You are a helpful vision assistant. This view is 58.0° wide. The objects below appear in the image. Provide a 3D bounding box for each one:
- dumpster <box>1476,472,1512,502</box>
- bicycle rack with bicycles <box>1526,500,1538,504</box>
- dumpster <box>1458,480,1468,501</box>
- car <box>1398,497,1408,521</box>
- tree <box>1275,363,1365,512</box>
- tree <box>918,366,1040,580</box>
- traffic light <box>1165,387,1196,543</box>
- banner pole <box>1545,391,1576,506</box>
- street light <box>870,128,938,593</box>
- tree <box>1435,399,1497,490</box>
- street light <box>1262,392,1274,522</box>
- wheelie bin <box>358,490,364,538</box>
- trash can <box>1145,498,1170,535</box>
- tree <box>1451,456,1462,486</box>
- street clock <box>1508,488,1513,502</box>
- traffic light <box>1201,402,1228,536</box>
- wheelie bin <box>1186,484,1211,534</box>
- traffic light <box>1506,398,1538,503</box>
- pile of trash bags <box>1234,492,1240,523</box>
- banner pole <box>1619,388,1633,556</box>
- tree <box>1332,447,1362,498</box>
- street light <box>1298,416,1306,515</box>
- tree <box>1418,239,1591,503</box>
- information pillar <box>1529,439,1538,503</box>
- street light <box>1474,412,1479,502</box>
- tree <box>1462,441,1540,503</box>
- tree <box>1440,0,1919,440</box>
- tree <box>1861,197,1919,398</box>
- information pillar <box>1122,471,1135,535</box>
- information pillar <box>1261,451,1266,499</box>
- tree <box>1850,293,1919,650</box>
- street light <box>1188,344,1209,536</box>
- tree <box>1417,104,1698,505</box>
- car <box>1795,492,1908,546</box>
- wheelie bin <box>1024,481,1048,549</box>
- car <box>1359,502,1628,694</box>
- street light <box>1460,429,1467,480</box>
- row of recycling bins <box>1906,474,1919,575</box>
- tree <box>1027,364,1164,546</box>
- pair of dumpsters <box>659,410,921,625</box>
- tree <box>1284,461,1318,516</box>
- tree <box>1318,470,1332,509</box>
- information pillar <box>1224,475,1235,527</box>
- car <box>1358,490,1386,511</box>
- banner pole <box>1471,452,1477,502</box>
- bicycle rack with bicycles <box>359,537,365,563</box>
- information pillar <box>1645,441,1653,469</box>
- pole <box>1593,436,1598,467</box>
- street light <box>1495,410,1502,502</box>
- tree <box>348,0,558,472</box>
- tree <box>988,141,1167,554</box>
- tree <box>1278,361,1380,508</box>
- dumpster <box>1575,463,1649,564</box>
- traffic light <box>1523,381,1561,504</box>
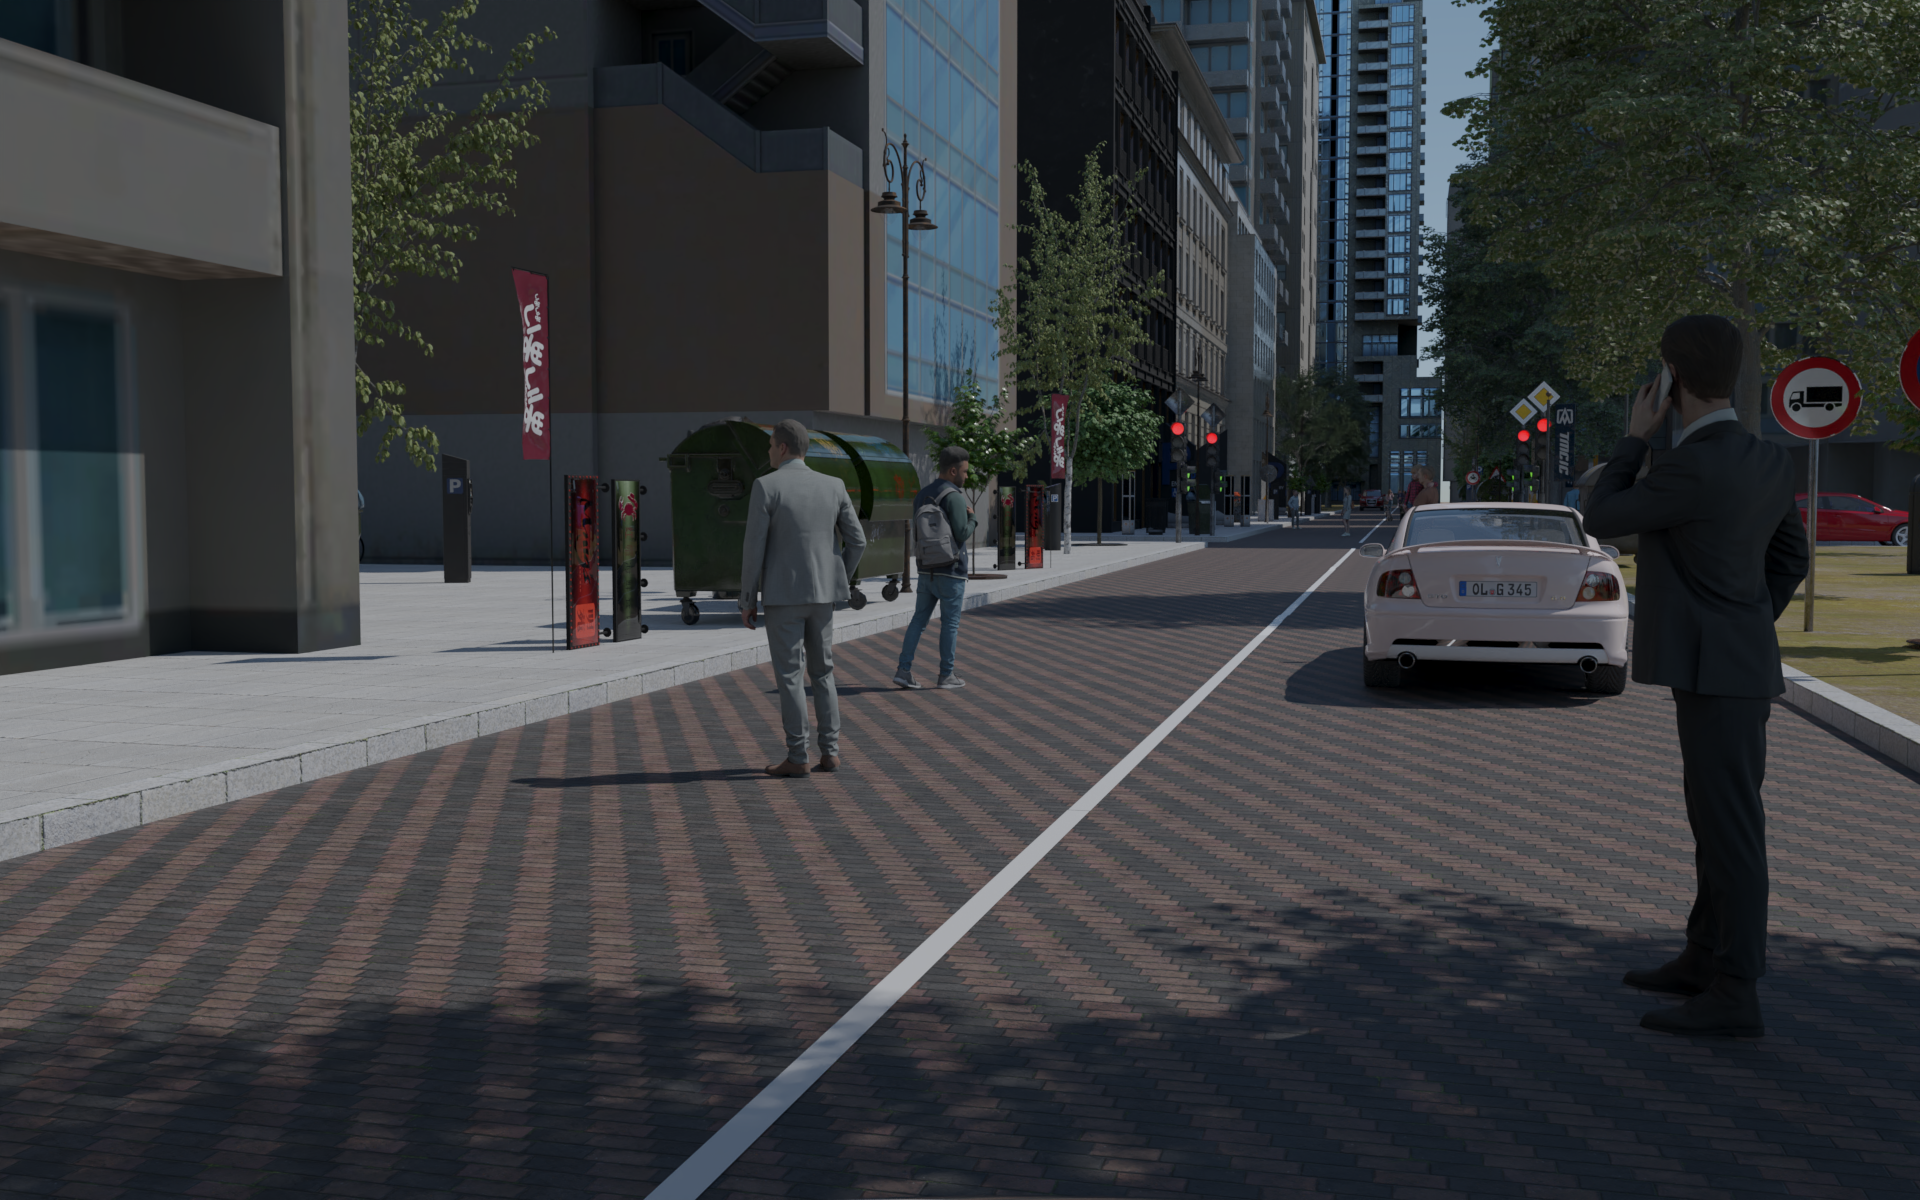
[{"bbox_3d":[24.143,-4.640,78.364,1.502,2.255,1.985,1,4,15],"label":"dumpster"},{"bbox_3d":[33.031,-5.235,98.973,2.925,0.926,2.852,-1,4,-21],"label":"bicycle rack with bicycles"},{"bbox_3d":[32.472,-6.581,110.094,1.502,2.255,1.985,1,4,14],"label":"dumpster"},{"bbox_3d":[24.968,-5.189,94.634,2.009,1.686,4.222,1,4,16],"label":"car"},{"bbox_3d":[24.327,-11.487,122.232,8.767,10.594,7.601,1,4,14],"label":"tree"},{"bbox_3d":[0.098,-1.942,26.356,1.663,3.219,1.824,0,3,0],"label":"tree"},{"bbox_3d":[5.755,-3.453,45.381,0.839,4.253,0.868,1,4,15],"label":"traffic light"},{"bbox_3d":[14.579,-3.197,42.286,0.863,3.779,0.401,1,4,19],"label":"banner pole"},{"bbox_3d":[-0.702,-3.033,22.373,0.468,5.910,1.993,1,4,15],"label":"street light"},{"bbox_3d":[34.857,-10.255,118.038,4.737,8.622,4.395,0,3,0],"label":"tree"},{"bbox_3d":[13.873,-6.451,78.268,0.468,5.910,1.993,1,4,15],"label":"street light"},{"bbox_3d":[-8.377,-0.929,23.089,0.693,1.594,0.980,2,4,33],"label":"wheelie bin"},{"bbox_3d":[6.141,-2.610,54.320,0.748,1.137,0.748,0,3,0],"label":"trash can"},{"bbox_3d":[37.737,-8.777,127.224,4.285,4.588,4.351,0,3,0],"label":"tree"},{"bbox_3d":[30.622,-5.622,96.486,0.358,2.002,0.471,1,4,9],"label":"street clock"},{"bbox_3d":[7.769,-3.926,53.109,0.839,4.253,0.868,1,4,15],"label":"traffic light"},{"bbox_3d":[7.645,-2.903,55.371,0.980,1.594,0.693,-2,4,-31],"label":"wheelie bin"},{"bbox_3d":[16.494,-3.788,50.860,0.839,4.253,0.868,1,4,15],"label":"traffic light"},{"bbox_3d":[12.292,-4.220,78.744,1.912,1.369,3.447,1,4,17],"label":"pile of trash bags"},{"bbox_3d":[13.884,-2.820,36.124,0.401,3.779,0.863,2,4,24],"label":"banner pole"},{"bbox_3d":[40.062,-14.131,181.401,4.360,8.622,3.978,0,3,0],"label":"tree"},{"bbox_3d":[20.287,-7.954,102.838,0.468,5.910,1.993,1,4,15],"label":"street light"},{"bbox_3d":[21.747,-8.649,67.172,9.928,11.665,9.643,0,3,0],"label":"tree"},{"bbox_3d":[20.600,-4.332,62.190,0.183,3.616,0.504,0,4,4],"label":"information pillar"},{"bbox_3d":[29.278,-7.656,97.971,0.468,5.910,1.993,1,4,15],"label":"street light"},{"bbox_3d":[27.168,-6.216,85.339,4.285,4.588,4.351,0,3,0],"label":"tree"},{"bbox_3d":[9.918,-6.386,22.541,7.486,12.596,7.792,0,3,0],"label":"tree"},{"bbox_3d":[21.869,-5.315,37.261,4.737,8.622,4.395,0,3,0],"label":"tree"},{"bbox_3d":[5.304,-3.062,54.555,0.304,2.012,0.304,2,4,35],"label":"information pillar"},{"bbox_3d":[16.561,-6.289,94.186,0.183,3.616,0.504,-2,4,-27],"label":"information pillar"},{"bbox_3d":[8.413,-1.192,14.085,1.663,3.219,1.824,0,3,0],"label":"tree"},{"bbox_3d":[7.349,-4.935,53.472,0.468,5.910,1.993,1,4,15],"label":"street light"},{"bbox_3d":[19.297,-9.138,56.067,9.857,13.997,8.962,0,3,0],"label":"tree"},{"bbox_3d":[23.254,-2.232,45.526,4.494,1.783,2.155,1,4,16],"label":"car"},{"bbox_3d":[1.887,-1.996,40.543,0.693,1.594,0.980,1,4,14],"label":"wheelie bin"},{"bbox_3d":[4.265,-0.100,13.993,2.083,1.381,4.827,1,4,15],"label":"car"},{"bbox_3d":[35.806,-9.195,123.133,0.468,5.910,1.993,1,4,15],"label":"street light"},{"bbox_3d":[16.968,-1.269,27.866,3.534,1.692,1.069,-1,4,-12],"label":"row of recycling bins"},{"bbox_3d":[3.396,-3.637,43.178,4.285,4.588,4.351,0,3,0],"label":"tree"},{"bbox_3d":[-1.736,-0.994,18.739,1.574,2.255,4.437,1,4,15],"label":"pair of dumpsters"},{"bbox_3d":[19.539,-6.490,100.705,1.663,3.219,1.824,0,3,0],"label":"tree"},{"bbox_3d":[28.833,-8.744,137.570,1.663,3.219,1.824,0,3,0],"label":"tree"},{"bbox_3d":[10.540,-3.872,67.796,0.304,2.012,0.304,2,4,34],"label":"information pillar"},{"bbox_3d":[35.579,-8.617,149.552,2.281,1.827,5.304,1,4,14],"label":"car"},{"bbox_3d":[30.465,-6.887,102.627,0.401,3.779,0.863,0,4,-6],"label":"banner pole"},{"bbox_3d":[-11.707,-1.004,29.804,2.925,0.926,2.852,-3,5,-40],"label":"bicycle rack with bicycles"},{"bbox_3d":[29.483,-5.066,74.181,0.183,3.616,0.504,0,4,-6],"label":"information pillar"},{"bbox_3d":[22.467,-4.124,61.267,0.158,3.312,0.155,0,3,0],"label":"pole"},{"bbox_3d":[22.628,-6.099,72.509,0.468,5.910,1.993,1,4,15],"label":"street light"},{"bbox_3d":[-6.603,-4.120,17.726,4.737,8.622,4.395,0,3,0],"label":"tree"},{"bbox_3d":[2.340,-5.302,37.057,4.737,8.622,4.395,0,3,0],"label":"tree"},{"bbox_3d":[34.783,-15.720,163.677,9.857,13.997,8.962,0,3,0],"label":"tree"},{"bbox_3d":[11.708,-1.538,30.902,1.264,1.857,1.865,1,4,15],"label":"dumpster"},{"bbox_3d":[14.480,-3.316,43.132,0.839,4.253,0.868,1,4,15],"label":"traffic light"}]
